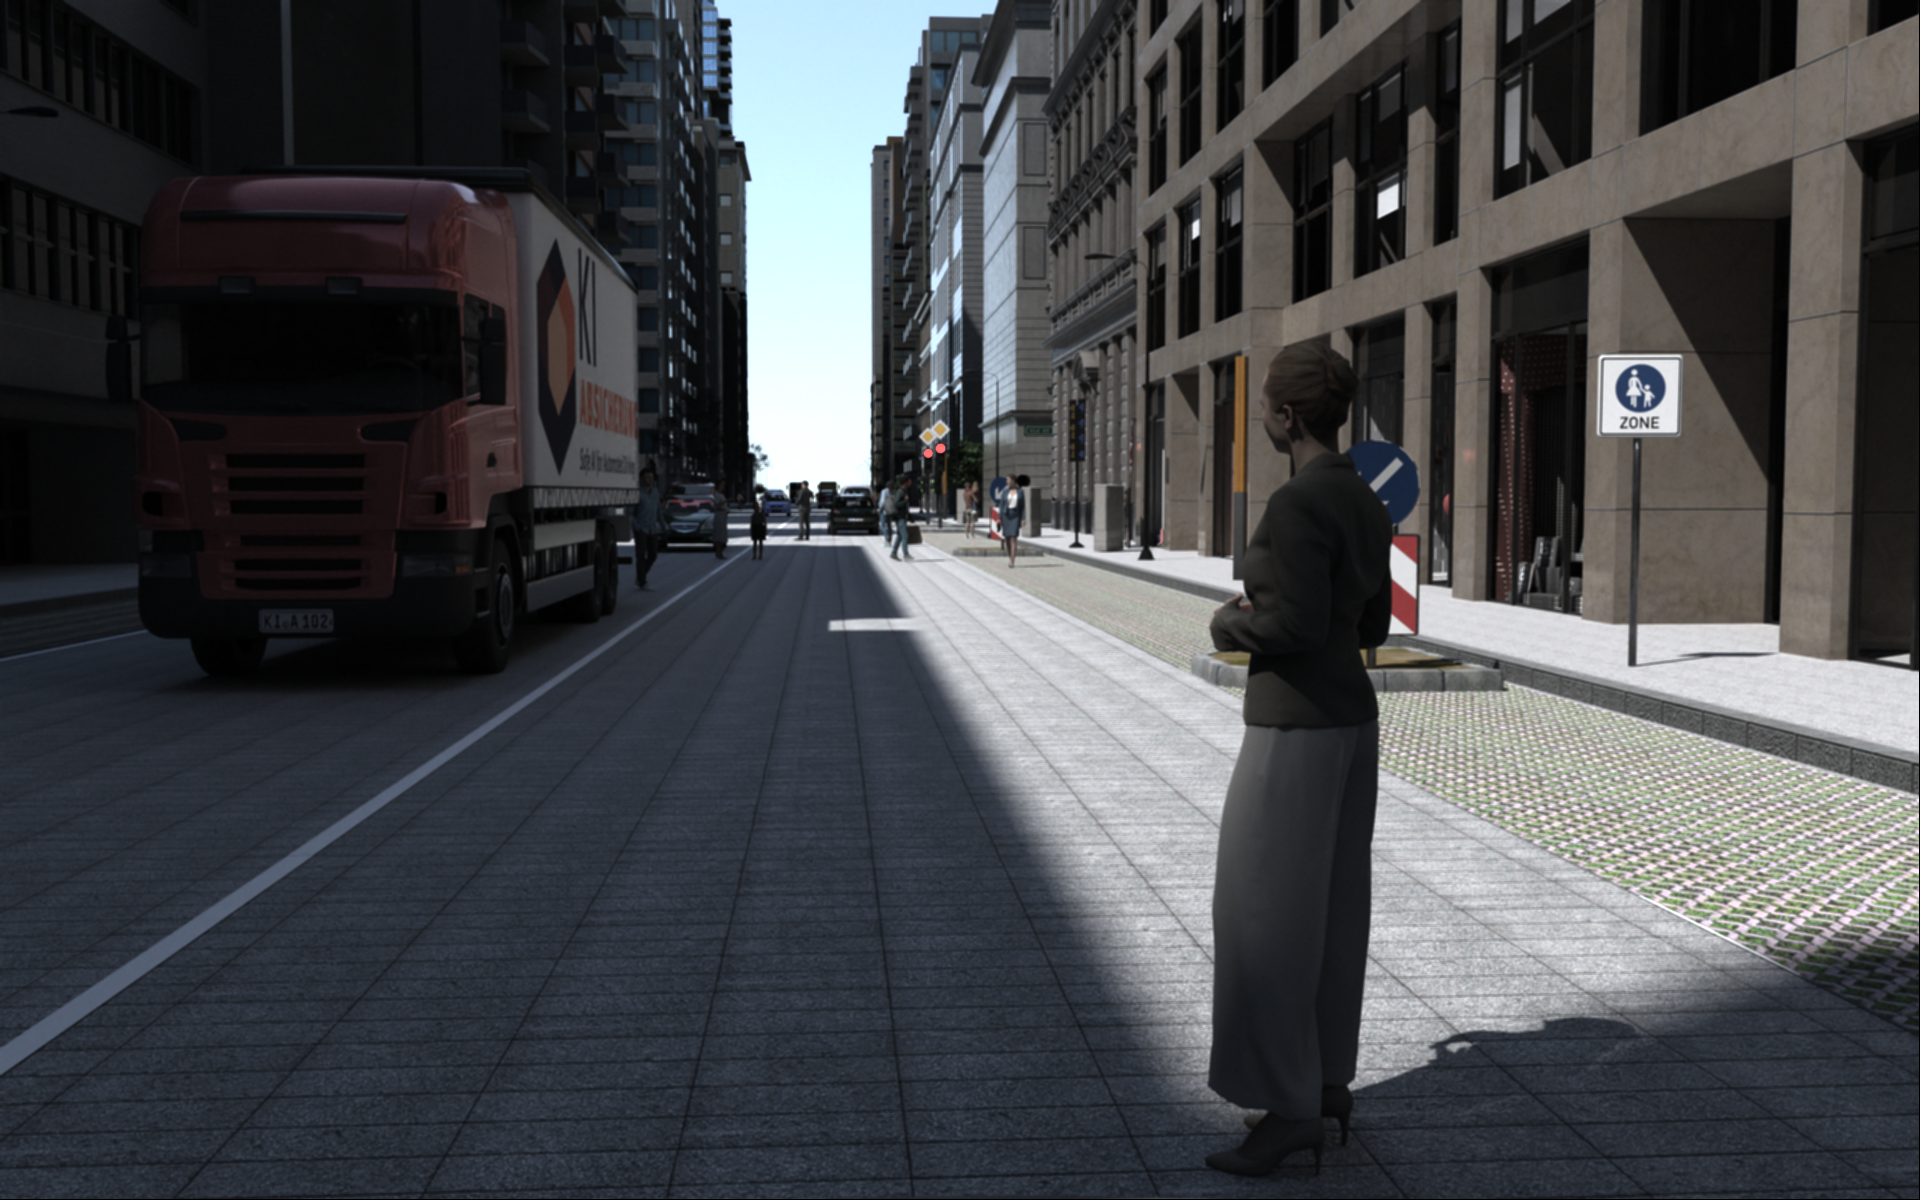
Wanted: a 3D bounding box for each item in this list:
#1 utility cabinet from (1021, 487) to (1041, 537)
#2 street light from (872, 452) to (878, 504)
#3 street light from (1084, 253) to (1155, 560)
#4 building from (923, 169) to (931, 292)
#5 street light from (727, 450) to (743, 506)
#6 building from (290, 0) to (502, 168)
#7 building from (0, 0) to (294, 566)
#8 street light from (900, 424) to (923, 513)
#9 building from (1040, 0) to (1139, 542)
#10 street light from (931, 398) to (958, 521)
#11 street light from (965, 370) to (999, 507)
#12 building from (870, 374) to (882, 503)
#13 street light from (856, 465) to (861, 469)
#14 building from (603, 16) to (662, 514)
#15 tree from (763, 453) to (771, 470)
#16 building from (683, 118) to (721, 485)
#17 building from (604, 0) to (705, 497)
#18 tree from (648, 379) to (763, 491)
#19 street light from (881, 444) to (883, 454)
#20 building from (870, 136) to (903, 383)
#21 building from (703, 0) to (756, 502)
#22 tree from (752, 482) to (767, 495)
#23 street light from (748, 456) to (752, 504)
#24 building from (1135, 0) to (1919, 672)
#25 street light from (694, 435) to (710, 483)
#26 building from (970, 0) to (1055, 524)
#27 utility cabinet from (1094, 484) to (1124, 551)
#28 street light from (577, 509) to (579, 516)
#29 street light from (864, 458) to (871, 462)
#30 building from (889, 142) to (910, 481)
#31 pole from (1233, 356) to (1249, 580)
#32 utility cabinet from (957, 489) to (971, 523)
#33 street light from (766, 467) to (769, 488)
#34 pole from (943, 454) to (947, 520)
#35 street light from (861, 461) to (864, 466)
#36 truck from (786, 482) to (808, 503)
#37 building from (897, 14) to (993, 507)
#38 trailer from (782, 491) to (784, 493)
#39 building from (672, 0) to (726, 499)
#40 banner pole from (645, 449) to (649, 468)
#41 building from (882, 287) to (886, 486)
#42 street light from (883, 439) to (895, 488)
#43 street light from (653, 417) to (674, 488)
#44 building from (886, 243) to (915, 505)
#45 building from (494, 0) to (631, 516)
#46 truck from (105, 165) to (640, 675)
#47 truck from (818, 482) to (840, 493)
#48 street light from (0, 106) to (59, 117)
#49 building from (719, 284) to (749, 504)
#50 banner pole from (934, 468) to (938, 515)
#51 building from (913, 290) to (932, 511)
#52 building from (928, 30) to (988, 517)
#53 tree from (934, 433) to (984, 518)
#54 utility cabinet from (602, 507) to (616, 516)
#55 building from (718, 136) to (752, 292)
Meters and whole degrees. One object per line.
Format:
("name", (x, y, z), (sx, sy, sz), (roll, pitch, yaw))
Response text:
("utility cabinet", (2.134, -2.623, 51.557), (0.318, 1.500, 1.173), (1, 4, 18))
("street light", (-8.923, -13.471, 192.789), (1.470, 5.913, 1.316), (0, 4, -4))
("street light", (3.090, -3.731, 33.538), (1.470, 5.913, 1.316), (0, 4, -4))
("building", (3.597, -23.560, 156.909), (14.160, 30.474, 14.107), (0, 4, -4))
("street light", (-23.554, -12.696, 180.115), (1.470, 5.913, 1.316), (0, 4, -4))
("building", (-23.870, -13.815, 55.558), (15.834, 23.373, 12.332), (0, 4, -4))
("building", (-20.329, -12.455, 22.711), (14.314, 24.678, 30.058), (0, 4, -4))
("street light", (-3.128, -8.753, 115.650), (1.470, 5.913, 1.316), (0, 4, -4))
("building", (8.817, -13.784, 54.252), (11.050, 23.489, 19.941), (0, 4, -4))
("street light", (-0.697, -6.810, 83.883), (1.470, 5.913, 1.316), (0, 4, -4))
("street light", (0.865, -5.650, 64.924), (1.470, 5.913, 1.316), (0, 4, -4))
("building", (0.519, -25.661, 264.596), (27.650, 21.520, 28.899), (0, 4, -4))
("street light", (-17.713, -20.460, 307.061), (1.470, 5.913, 1.316), (0, 4, -4))
("building", (-37.393, -26.096, 118.551), (32.217, 40.220, 23.993), (0, 4, -4))
("tree", (-28.160, -17.496, 220.474), (8.767, 10.594, 7.601), (-1, 4, -16))
("building", (-32.926, -30.567, 183.372), (14.154, 41.232, 14.086), (0, 4, -4))
("building", (-36.330, -33.065, 160.227), (23.786, 49.044, 30.456), (0, 4, -4))
("tree", (-21.850, -12.677, 141.677), (8.767, 10.594, 7.601), (1, 4, 14))
("street light", (-6.652, -11.519, 160.882), (1.470, 5.913, 1.316), (0, 4, -4))
("building", (-4.397, -45.852, 291.678), (21.231, 58.520, 28.212), (0, 4, -4))
("building", (-44.934, -59.509, 285.635), (22.319, 86.520, 31.000), (0, 4, -4))
("tree", (-29.823, -16.015, 256.446), (1.663, 3.219, 1.824), (0, 3, 0))
("street light", (-26.051, -14.614, 211.480), (1.470, 5.913, 1.316), (0, 4, -4))
("building", (15.264, -13.577, 26.505), (19.350, 26.468, 34.151), (0, 4, -4))
("street light", (-20.211, -9.972, 135.583), (1.470, 5.913, 1.316), (0, 4, -4))
("building", (23.161, -18.747, 82.927), (44.131, 29.872, 17.030), (0, 4, -4))
("utility cabinet", (3.348, -1.842, 38.795), (0.318, 1.500, 1.173), (2, 4, 24))
("street light", (-15.475, -6.113, 72.487), (1.470, 5.913, 1.316), (0, 4, -4))
("street light", (-11.320, -15.390, 224.162), (1.470, 5.913, 1.316), (0, 4, -4))
("building", (-1.648, -34.600, 215.827), (14.600, 45.320, 14.200), (0, 4, -4))
("pole", (4.178, -1.952, 25.753), (0.158, 3.312, 0.155), (0, 3, 0))
("utility cabinet", (0.223, -4.046, 74.830), (0.318, 1.500, 1.173), (-1, 4, -21))
("street light", (-32.242, -19.637, 293.601), (1.470, 5.913, 1.316), (0, 4, -4))
("pole", (-0.766, -5.717, 87.310), (0.158, 3.312, 0.155), (0, 3, 0))
("street light", (-12.892, -16.590, 243.779), (1.470, 5.913, 1.316), (0, 4, -4))
("truck", (-26.786, -17.722, 285.669), (3.469, 3.379, 9.791), (0, 4, -4))
("building", (5.627, -34.201, 178.799), (23.786, 49.044, 30.456), (0, 4, -4))
("trailer", (-30.780, -17.751, 297.282), (1.471, 1.999, 3.904), (0, 4, -3))
("building", (-37.827, -46.557, 199.452), (20.563, 71.187, 20.611), (0, 4, -4))
("banner pole", (-17.548, -6.563, 97.323), (0.401, 3.779, 0.863), (0, 4, 1))
("building", (-3.923, -28.749, 241.742), (14.160, 30.474, 14.107), (0, 4, -4))
("street light", (-5.575, -10.678, 147.130), (1.470, 5.913, 1.316), (0, 4, -4))
("street light", (-17.863, -8.041, 104.015), (1.470, 5.913, 1.316), (0, 4, -4))
("building", (-0.964, -26.267, 201.171), (14.160, 30.474, 14.107), (0, 4, -4))
("building", (-28.184, -26.301, 84.644), (22.147, 44.769, 28.867), (0, 4, -4))
("truck", (-5.052, -1.726, 17.141), (2.839, 4.237, 11.283), (0, 4, -4))
("truck", (-20.349, -16.613, 267.548), (3.469, 3.379, 9.791), (0, 4, -3))
("street light", (-11.479, -2.954, 20.836), (1.470, 5.913, 1.316), (0, 4, -4))
("building", (-36.407, -28.473, 237.231), (14.160, 30.474, 14.107), (0, 4, -4))
("banner pole", (-1.431, -7.006, 104.568), (0.401, 3.779, 0.863), (-1, 4, -16))
("building", (1.966, -16.725, 138.075), (10.561, 19.102, 19.286), (0, 4, -4))
("building", (4.358, -20.500, 112.674), (11.434, 29.767, 29.804), (0, 4, -4))
("tree", (0.371, -6.651, 92.462), (4.285, 4.588, 4.351), (0, 3, 0))
("utility cabinet", (-16.237, -4.217, 80.110), (0.306, 1.237, 1.020), (1, 4, 10))
("building", (-45.716, -40.862, 257.330), (28.713, 52.752, 27.495), (0, 4, -4))
